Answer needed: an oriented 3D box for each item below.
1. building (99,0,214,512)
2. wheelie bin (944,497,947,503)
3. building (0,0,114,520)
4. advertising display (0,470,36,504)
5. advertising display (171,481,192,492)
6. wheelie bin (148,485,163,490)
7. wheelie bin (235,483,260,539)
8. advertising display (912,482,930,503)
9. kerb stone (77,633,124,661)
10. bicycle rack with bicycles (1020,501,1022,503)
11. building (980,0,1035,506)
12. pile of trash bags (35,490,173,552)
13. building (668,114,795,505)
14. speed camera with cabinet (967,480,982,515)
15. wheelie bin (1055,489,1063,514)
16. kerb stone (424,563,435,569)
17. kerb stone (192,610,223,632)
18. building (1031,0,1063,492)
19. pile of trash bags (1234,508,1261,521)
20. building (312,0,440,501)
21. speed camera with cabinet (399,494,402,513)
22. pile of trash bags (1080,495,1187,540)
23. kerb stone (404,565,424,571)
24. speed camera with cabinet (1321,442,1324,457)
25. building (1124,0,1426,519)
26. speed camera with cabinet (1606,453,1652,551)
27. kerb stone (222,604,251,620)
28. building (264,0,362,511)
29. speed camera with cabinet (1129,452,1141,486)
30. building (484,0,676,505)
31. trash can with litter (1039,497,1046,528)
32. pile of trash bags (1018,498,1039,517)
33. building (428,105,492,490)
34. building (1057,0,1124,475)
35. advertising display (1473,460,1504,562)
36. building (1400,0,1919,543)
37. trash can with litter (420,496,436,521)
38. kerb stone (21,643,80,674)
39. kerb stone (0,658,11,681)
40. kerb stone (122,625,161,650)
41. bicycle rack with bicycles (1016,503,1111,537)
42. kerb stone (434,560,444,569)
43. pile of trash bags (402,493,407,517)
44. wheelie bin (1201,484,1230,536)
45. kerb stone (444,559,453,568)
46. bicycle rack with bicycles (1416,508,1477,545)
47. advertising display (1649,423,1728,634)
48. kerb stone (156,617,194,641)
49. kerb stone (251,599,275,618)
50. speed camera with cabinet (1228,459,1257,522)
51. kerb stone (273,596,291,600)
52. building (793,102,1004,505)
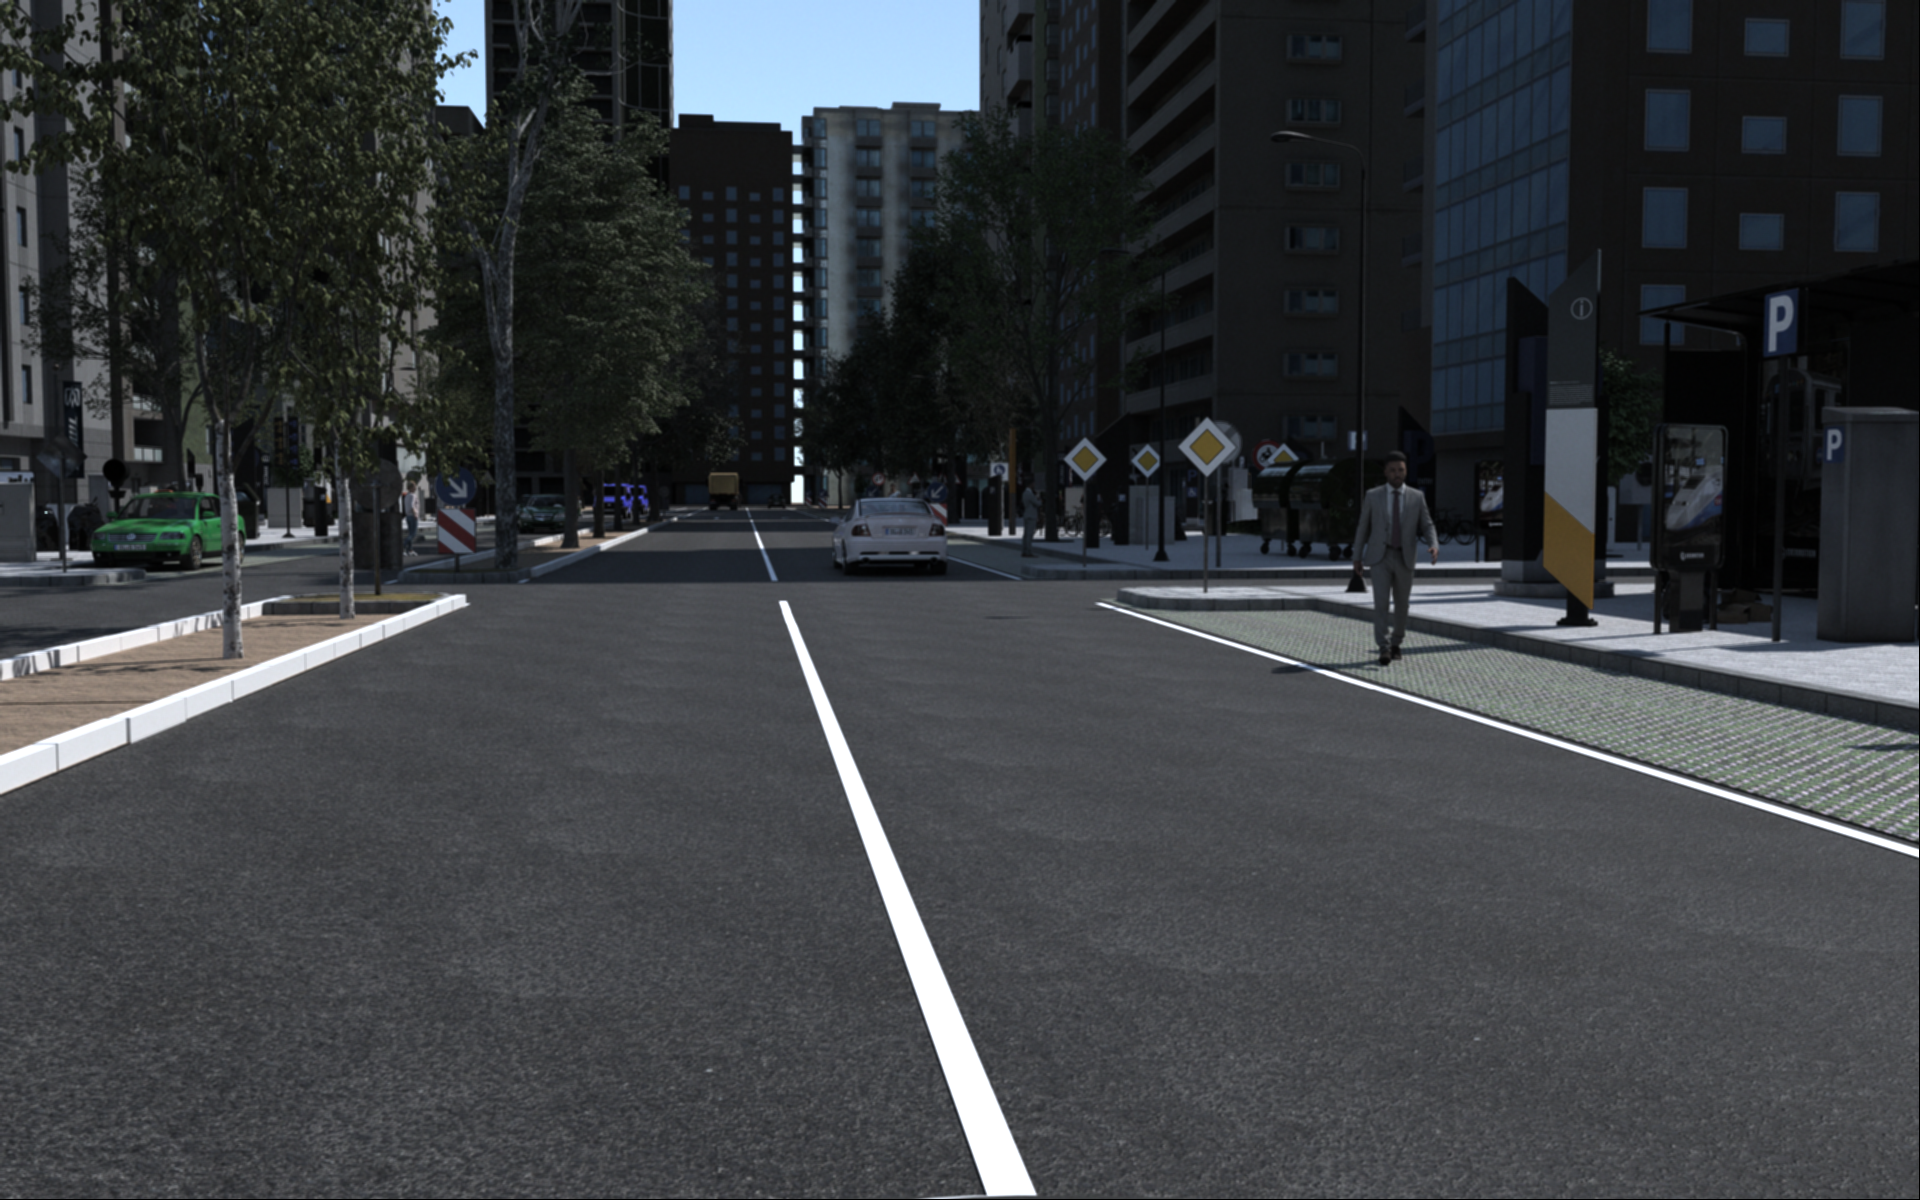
[{"bbox_3d":[-46.826,-24.590,85.647,14.154,41.232,14.086,0,4,-7],"label":"building"},{"bbox_3d":[-0.593,-5.091,91.139,0.980,1.594,0.693,-1,4,-16],"label":"wheelie bin"},{"bbox_3d":[-44.330,-31.444,56.109,21.231,58.520,28.212,0,4,-7],"label":"building"},{"bbox_3d":[-25.466,-2.539,46.720,0.974,1.923,0.123,-2,4,-34],"label":"advertising display"},{"bbox_3d":[-38.700,-4.949,86.126,0.974,1.923,0.123,0,4,-4],"label":"advertising display"},{"bbox_3d":[-28.624,-3.279,61.518,0.693,1.594,0.980,1,4,12],"label":"wheelie bin"},{"bbox_3d":[-20.284,-2.526,49.201,0.693,1.594,0.980,-1,4,-13],"label":"wheelie bin"},{"bbox_3d":[-2.054,-5.287,91.655,0.974,1.923,0.123,-2,4,-23],"label":"advertising display"},{"bbox_3d":[-7.606,0.430,15.202,0.120,0.150,1.000,0,4,-7],"label":"kerb stone"},{"bbox_3d":[3.529,-3.002,62.467,2.852,0.926,2.925,1,4,9],"label":"bicycle rack with bicycles"},{"bbox_3d":[16.788,-34.661,155.949,28.713,52.752,27.495,0,4,-7],"label":"building"},{"bbox_3d":[-19.639,-1.814,39.409,3.447,1.369,1.912,-1,4,-22],"label":"pile of trash bags"},{"bbox_3d":[-27.323,-34.123,208.018,14.200,45.320,14.600,0,4,-7],"label":"building"},{"bbox_3d":[0.789,-6.831,106.025,2.038,3.252,0.660,-1,4,-18],"label":"speed camera with cabinet"},{"bbox_3d":[5.924,-5.929,104.840,0.693,1.594,0.980,2,4,26],"label":"wheelie bin"},{"bbox_3d":[-9.612,-0.538,31.030,0.120,0.150,1.000,0,4,-7],"label":"kerb stone"},{"bbox_3d":[-8.004,0.241,18.259,0.120,0.150,1.000,0,4,-7],"label":"kerb stone"},{"bbox_3d":[12.396,-27.513,133.430,14.154,41.232,14.086,0,4,-7],"label":"building"},{"bbox_3d":[10.891,-3.415,65.583,3.447,1.369,1.912,-1,4,-19],"label":"pile of trash bags"},{"bbox_3d":[-59.938,-34.078,146.407,27.495,52.752,28.713,0,4,-7],"label":"building"},{"bbox_3d":[-27.545,-5.411,82.810,0.660,3.252,2.038,1,4,17],"label":"speed camera with cabinet"},{"bbox_3d":[4.716,-2.365,48.428,1.912,1.369,3.447,-3,5,-45],"label":"pile of trash bags"},{"bbox_3d":[-9.480,-0.476,30.002,0.120,0.150,1.000,0,4,-7],"label":"kerb stone"},{"bbox_3d":[14.384,-4.405,66.365,2.038,3.252,0.660,-1,4,-19],"label":"speed camera with cabinet"},{"bbox_3d":[21.590,-28.746,93.706,21.300,48.544,21.600,0,4,-7],"label":"building"},{"bbox_3d":[14.644,-2.726,38.909,2.038,3.252,0.660,-1,4,-11],"label":"speed camera with cabinet"},{"bbox_3d":[-8.129,0.178,19.278,0.120,0.150,1.000,0,4,-7],"label":"kerb stone"},{"bbox_3d":[-52.822,-48.981,113.507,22.319,86.520,31.000,0,4,-7],"label":"building"},{"bbox_3d":[7.384,-5.290,80.829,2.038,3.252,0.660,2,4,26],"label":"speed camera with cabinet"},{"bbox_3d":[-44.933,-47.065,207.760,20.611,71.187,20.563,0,4,-7],"label":"building"},{"bbox_3d":[3.171,-3.276,64.945,0.624,1.170,1.055,0,4,5],"label":"trash can with litter"},{"bbox_3d":[4.854,-5.327,96.841,3.447,1.369,1.912,1,4,14],"label":"pile of trash bags"},{"bbox_3d":[-67.229,-35.617,206.031,21.600,48.544,21.300,0,4,-7],"label":"building"},{"bbox_3d":[14.859,-28.702,119.387,14.600,45.320,14.200,0,4,-7],"label":"building"},{"bbox_3d":[10.104,-1.685,32.769,0.974,1.923,0.123,-2,4,-31],"label":"advertising display"},{"bbox_3d":[22.807,-24.562,51.694,14.200,45.320,14.600,0,4,-7],"label":"building"},{"bbox_3d":[-24.692,-4.341,82.036,2.233,1.210,1.678,-1,4,-9],"label":"trash can with litter"},{"bbox_3d":[-7.485,0.490,14.186,0.120,0.150,1.000,0,4,-7],"label":"kerb stone"},{"bbox_3d":[-7.362,0.561,13.172,0.120,0.150,1.000,0,4,-7],"label":"kerb stone"},{"bbox_3d":[-7.740,0.373,16.218,0.120,0.150,1.000,0,4,-7],"label":"kerb stone"},{"bbox_3d":[3.693,-2.411,52.802,2.852,0.926,2.925,-2,4,-33],"label":"bicycle rack with bicycles"},{"bbox_3d":[-9.741,-0.603,32.055,0.120,0.150,1.000,0,4,-7],"label":"kerb stone"},{"bbox_3d":[-31.519,-5.361,97.404,1.912,1.369,3.447,0,4,-7],"label":"pile of trash bags"},{"bbox_3d":[7.901,-2.791,53.540,0.693,1.594,0.980,-2,4,-27],"label":"wheelie bin"},{"bbox_3d":[-9.876,-0.665,33.069,0.120,0.150,1.000,0,4,-7],"label":"kerb stone"},{"bbox_3d":[12.256,-1.906,44.540,2.852,0.926,2.925,-2,4,-28],"label":"bicycle rack with bicycles"},{"bbox_3d":[6.754,-0.663,16.058,0.974,1.923,0.123,-2,4,-33],"label":"advertising display"},{"bbox_3d":[-7.869,0.303,17.243,0.120,0.150,1.000,0,4,-7],"label":"kerb stone"},{"bbox_3d":[-8.251,0.116,20.293,0.120,0.150,1.000,0,4,-7],"label":"kerb stone"},{"bbox_3d":[9.770,-4.003,59.780,0.660,3.252,2.038,0,4,-4],"label":"speed camera with cabinet"},{"bbox_3d":[-8.386,0.054,21.306,0.120,0.150,1.000,0,4,-7],"label":"kerb stone"},{"bbox_3d":[-5.672,-36.395,214.667,30.456,49.044,23.786,0,4,-7],"label":"building"}]
